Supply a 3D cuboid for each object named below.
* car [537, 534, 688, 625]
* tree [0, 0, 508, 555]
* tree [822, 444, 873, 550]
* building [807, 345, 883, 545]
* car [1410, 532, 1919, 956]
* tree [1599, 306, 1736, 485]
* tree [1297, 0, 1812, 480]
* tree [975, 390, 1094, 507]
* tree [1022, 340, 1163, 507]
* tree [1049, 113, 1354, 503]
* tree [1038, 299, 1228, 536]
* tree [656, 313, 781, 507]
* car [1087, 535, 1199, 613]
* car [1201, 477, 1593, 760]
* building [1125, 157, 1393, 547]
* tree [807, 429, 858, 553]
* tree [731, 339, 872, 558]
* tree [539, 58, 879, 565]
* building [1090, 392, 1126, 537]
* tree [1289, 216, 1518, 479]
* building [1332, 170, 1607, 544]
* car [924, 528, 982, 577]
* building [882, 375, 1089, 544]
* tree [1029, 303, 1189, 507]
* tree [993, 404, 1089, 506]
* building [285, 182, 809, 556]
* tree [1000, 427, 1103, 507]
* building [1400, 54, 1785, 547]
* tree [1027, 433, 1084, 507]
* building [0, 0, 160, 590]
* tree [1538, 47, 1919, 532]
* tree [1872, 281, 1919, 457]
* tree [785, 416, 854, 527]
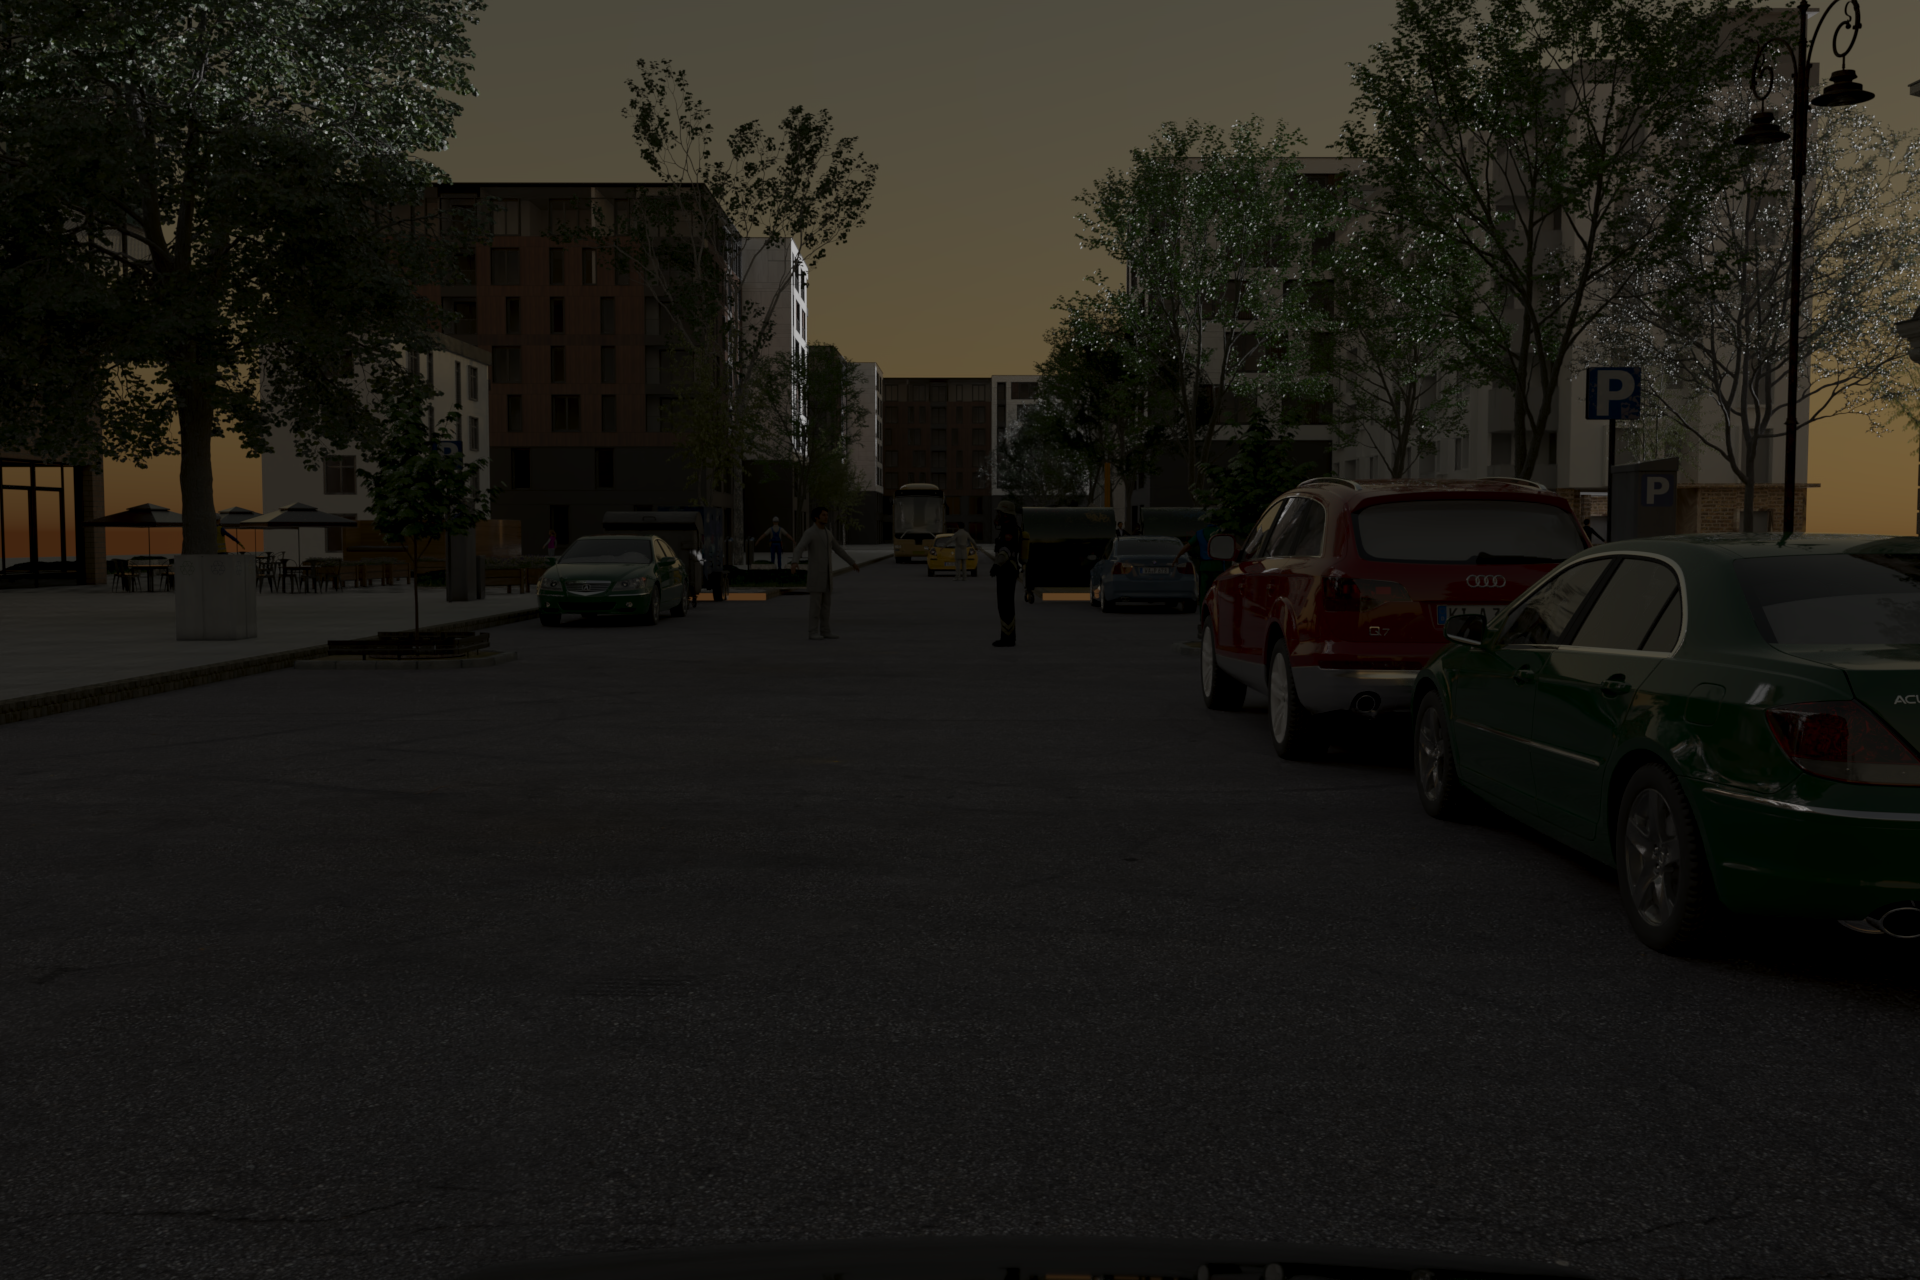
[{"bbox_3d":[-5.665,-1.032,28.665,2.131,1.459,4.920,0,4,0],"label":"car"},{"bbox_3d":[-11.999,-7.339,26.645,9.857,13.997,8.962,0,3,0],"label":"tree"},{"bbox_3d":[-9.262,-11.558,139.343,4.737,8.622,4.395,0,3,0],"label":"tree"},{"bbox_3d":[-23.942,-22.022,204.029,27.936,21.610,32.646,0,4,1],"label":"building"},{"bbox_3d":[3.275,0.274,7.317,2.131,1.459,4.920,0,3,0],"label":"car"},{"bbox_3d":[21.685,-6.408,55.126,4.360,8.622,3.978,0,3,0],"label":"tree"},{"bbox_3d":[9.904,-6.364,29.807,9.928,11.665,9.643,0,3,0],"label":"tree"},{"bbox_3d":[6.547,-14.299,144.156,12.009,13.543,11.850,0,3,0],"label":"tree"},{"bbox_3d":[6.649,-9.896,87.550,9.928,11.665,9.643,0,3,0],"label":"tree"},{"bbox_3d":[6.026,-7.214,43.696,9.928,11.665,9.643,0,3,0],"label":"tree"},{"bbox_3d":[6.735,-8.081,66.540,8.767,10.594,7.601,3,5,44],"label":"tree"},{"bbox_3d":[-8.459,-6.635,58.847,4.737,8.622,4.395,0,3,0],"label":"tree"},{"bbox_3d":[3.448,-1.273,32.817,2.014,1.417,4.499,0,3,0],"label":"car"},{"bbox_3d":[3.026,-0.237,12.541,2.281,1.827,5.304,0,4,0],"label":"car"},{"bbox_3d":[24.260,-16.302,110.506,27.936,21.610,32.646,0,3,0],"label":"building"},{"bbox_3d":[-8.910,-10.343,119.478,4.737,8.622,4.395,0,3,0],"label":"tree"},{"bbox_3d":[-8.394,-10.140,91.545,9.928,11.665,9.643,0,3,0],"label":"tree"},{"bbox_3d":[-10.587,-13.165,71.144,12.611,20.169,13.585,0,3,0],"label":"tree"},{"bbox_3d":[22.941,-19.172,179.916,16.747,18.905,31.486,0,4,0],"label":"building"},{"bbox_3d":[14.217,-7.968,56.036,9.928,11.665,9.643,0,3,0],"label":"tree"},{"bbox_3d":[25.016,-14.370,91.365,16.016,20.090,11.380,0,4,0],"label":"building"},{"bbox_3d":[-0.254,-3.011,59.455,2.015,1.641,3.980,0,3,0],"label":"car"},{"bbox_3d":[1.879,-23.756,234.838,32.646,21.610,27.936,0,3,0],"label":"building"},{"bbox_3d":[6.704,-9.317,78.087,9.928,11.665,9.643,0,3,0],"label":"tree"},{"bbox_3d":[5.920,-11.590,123.910,7.601,10.594,8.767,1,4,15],"label":"tree"},{"bbox_3d":[-25.474,-16.713,117.230,27.936,21.610,32.646,0,4,0],"label":"building"},{"bbox_3d":[6.909,-12.127,132.681,8.767,10.594,7.601,1,4,13],"label":"tree"},{"bbox_3d":[24.444,-13.347,74.646,16.016,20.090,11.380,0,4,0],"label":"building"},{"bbox_3d":[6.050,-9.964,113.268,4.360,8.622,3.978,0,3,0],"label":"tree"},{"bbox_3d":[-31.559,-13.314,24.263,21.656,26.213,47.522,0,4,0],"label":"building"},{"bbox_3d":[20.047,-8.168,43.918,12.009,13.543,11.850,0,3,0],"label":"tree"},{"bbox_3d":[28.417,-6.155,51.004,4.360,8.622,3.978,0,3,0],"label":"tree"},{"bbox_3d":[-8.792,-9.656,108.235,4.737,8.622,4.395,0,3,0],"label":"tree"}]
